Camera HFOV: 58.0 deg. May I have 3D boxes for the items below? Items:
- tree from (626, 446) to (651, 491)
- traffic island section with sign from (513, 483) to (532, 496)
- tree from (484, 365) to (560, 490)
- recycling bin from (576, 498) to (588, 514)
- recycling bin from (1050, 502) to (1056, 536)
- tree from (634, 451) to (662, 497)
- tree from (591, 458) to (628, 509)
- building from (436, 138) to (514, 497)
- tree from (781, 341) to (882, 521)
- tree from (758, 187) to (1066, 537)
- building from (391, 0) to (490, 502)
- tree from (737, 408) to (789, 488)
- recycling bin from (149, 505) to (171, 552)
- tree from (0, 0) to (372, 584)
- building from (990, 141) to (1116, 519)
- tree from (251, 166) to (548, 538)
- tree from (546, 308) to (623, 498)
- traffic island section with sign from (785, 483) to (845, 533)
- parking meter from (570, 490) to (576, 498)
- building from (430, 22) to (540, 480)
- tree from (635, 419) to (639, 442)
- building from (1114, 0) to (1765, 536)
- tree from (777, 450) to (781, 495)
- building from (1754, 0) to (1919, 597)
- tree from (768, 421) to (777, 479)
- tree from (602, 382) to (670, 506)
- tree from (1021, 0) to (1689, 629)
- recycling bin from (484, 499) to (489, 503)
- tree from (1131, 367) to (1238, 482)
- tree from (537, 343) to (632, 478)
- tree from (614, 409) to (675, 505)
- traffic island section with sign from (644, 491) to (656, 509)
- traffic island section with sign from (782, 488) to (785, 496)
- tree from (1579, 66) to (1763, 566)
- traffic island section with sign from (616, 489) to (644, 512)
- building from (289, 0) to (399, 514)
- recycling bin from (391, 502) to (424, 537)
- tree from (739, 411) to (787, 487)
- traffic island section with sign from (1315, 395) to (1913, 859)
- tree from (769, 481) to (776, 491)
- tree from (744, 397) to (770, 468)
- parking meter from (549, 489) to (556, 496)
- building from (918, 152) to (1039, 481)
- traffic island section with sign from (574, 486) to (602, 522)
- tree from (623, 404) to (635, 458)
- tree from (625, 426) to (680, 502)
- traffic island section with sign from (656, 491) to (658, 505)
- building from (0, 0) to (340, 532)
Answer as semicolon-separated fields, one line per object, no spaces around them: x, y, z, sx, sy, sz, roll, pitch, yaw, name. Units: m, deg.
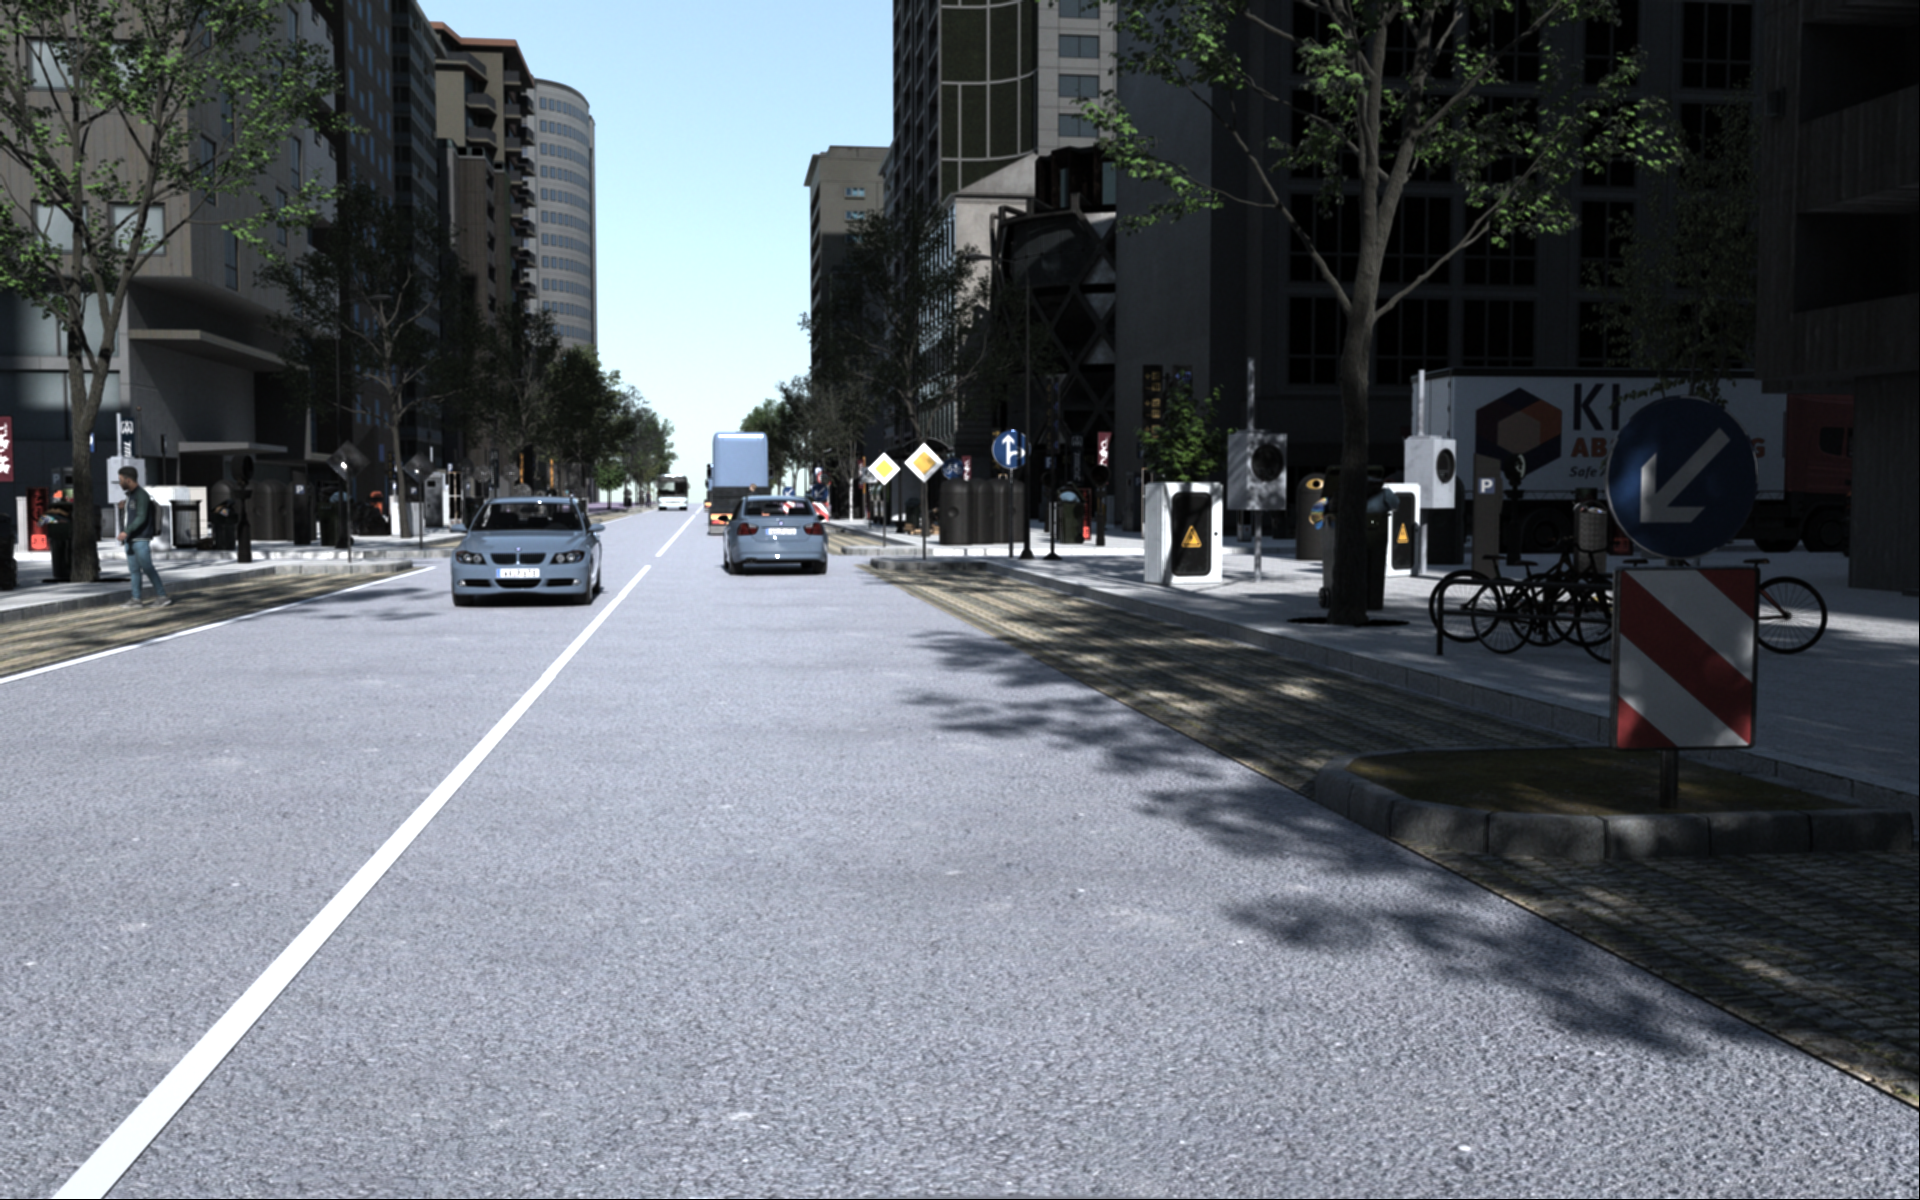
-41.485;-16.613;221.983;4.360;8.622;3.978;0;3;0;tree
-15.677;-3.278;62.216;1.989;1.847;2.006;0;4;-8;traffic island section with sign
-23.512;-8.815;94.482;4.360;8.622;3.978;0;3;0;tree
-24.546;-6.093;112.176;0.722;1.027;0.722;1;4;10;recycling bin
3.207;-2.459;52.753;0.722;1.027;0.722;-2;4;-30;recycling bin
-42.892;-17.448;235.641;4.737;8.622;4.395;0;3;0;tree
-30.663;-10.255;151.378;4.285;4.588;4.351;0;3;0;tree
-44.921;-22.717;143.122;14.160;30.474;14.107;0;4;-8;building
-5.298;-7.989;80.987;4.360;8.622;3.978;0;3;0;tree
-0.978;-7.195;52.055;8.767;10.594;7.601;0;4;5;tree
-50.446;-26.328;122.343;32.217;40.220;23.993;0;4;-8;building
-26.679;-19.008;228.902;7.486;12.596;7.792;0;3;0;tree
-18.116;-1.610;38.884;0.722;1.027;0.722;-2;4;-24;recycling bin
-12.628;-6.072;25.026;9.928;11.665;9.643;0;3;0;tree
9.831;-13.733;91.987;16.820;18.784;16.811;0;4;-8;building
-16.476;-7.074;50.066;7.601;10.594;8.767;0;4;-7;tree
-20.890;-8.932;80.453;8.767;10.594;7.601;-1;4;-20;tree
-5.346;-3.403;64.271;1.989;1.847;2.006;0;4;-8;traffic island section with sign
-24.369;-6.157;109.085;0.372;1.533;0.369;0;3;0;parking meter
-51.987;-31.136;163.697;22.147;44.769;28.867;0;4;-8;building
-26.067;-11.412;121.006;8.767;10.594;7.601;1;4;17;tree
18.533;-16.230;58.872;24.014;27.812;14.314;0;4;-8;building
-8.155;-9.493;105.566;4.360;8.622;3.978;0;3;0;tree
17.863;-15.227;20.665;14.160;30.474;14.107;0;4;-8;building
-18.326;-13.670;173.874;4.360;8.622;3.978;0;3;0;tree
-36.475;-17.043;189.016;12.009;13.543;11.850;0;3;0;tree
3.935;-5.558;16.630;9.928;11.665;9.643;0;3;0;tree
-23.482;-4.545;86.859;0.722;1.027;0.722;-3;5;-40;recycling bin
3.354;-1.957;26.601;1.663;3.219;1.824;0;3;0;tree
-28.395;-12.963;130.066;7.486;12.596;7.792;0;3;0;tree
-38.422;-17.300;208.614;9.928;11.665;9.643;0;3;0;tree
-30.435;-9.625;165.988;1.989;1.847;2.006;0;4;-8;traffic island section with sign
-9.123;-5.036;90.962;1.989;1.847;2.006;0;4;-8;traffic island section with sign
13.132;-4.917;30.760;4.737;8.622;4.395;0;3;0;tree
-26.581;-7.970;138.929;1.989;1.847;2.006;0;4;-8;traffic island section with sign
-40.534;-27.407;98.215;14.600;45.320;14.200;0;4;-8;building
-16.655;-2.425;52.208;0.722;1.027;0.722;1;4;13;recycling bin
-29.738;-21.462;257.551;9.857;13.997;8.962;0;3;0;tree
2.695;0.055;7.728;1.989;1.847;2.006;0;4;-8;traffic island section with sign
-30.556;-17.329;267.034;4.285;4.588;4.351;0;3;0;tree
-19.062;-15.646;181.561;9.928;11.665;9.643;0;3;0;tree
-21.764;-5.140;92.449;0.372;1.533;0.369;0;3;0;parking meter
3.036;-15.905;109.203;9.793;20.994;18.267;0;4;-8;building
-19.515;-4.932;89.263;1.989;1.847;2.006;0;4;-8;traffic island section with sign
-24.597;-10.604;107.788;7.601;10.594;8.767;-1;4;-14;tree
-48.591;-21.610;270.330;9.611;12.733;9.660;0;3;0;tree
-37.973;-12.870;219.056;1.989;1.847;2.006;0;4;-8;traffic island section with sign
-41.234;-29.331;68.807;28.713;52.752;27.495;0;4;-8;building
